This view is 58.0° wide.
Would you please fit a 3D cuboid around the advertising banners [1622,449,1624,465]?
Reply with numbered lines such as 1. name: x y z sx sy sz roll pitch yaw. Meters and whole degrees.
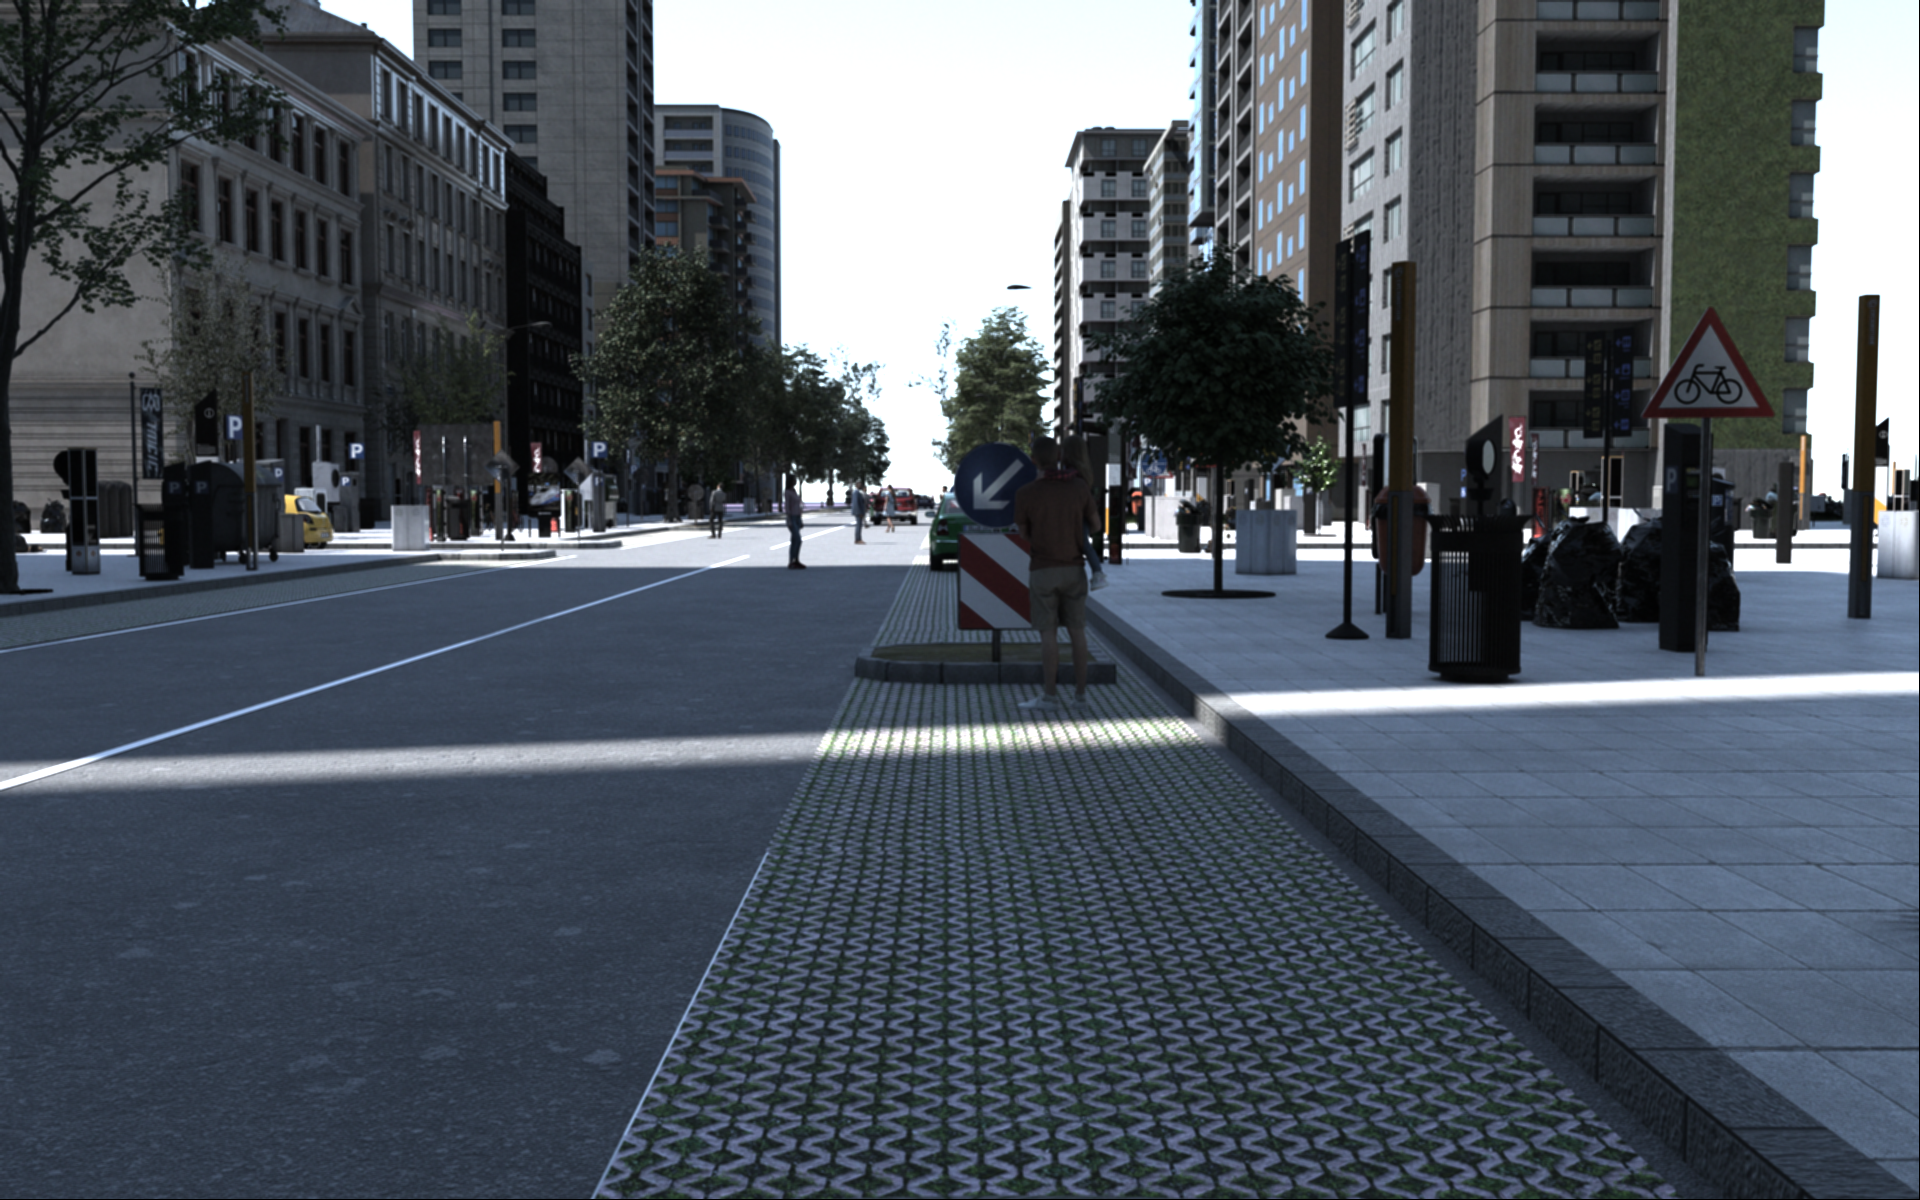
1. advertising banners: 23.074 -3.926 60.377 0.090 3.025 2.074 1 4 22

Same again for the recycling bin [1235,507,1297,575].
1. recycling bin: 4.910 -0.931 27.777 0.722 1.027 0.722 -3 5 -40

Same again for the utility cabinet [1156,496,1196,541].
1. utility cabinet: 5.983 -2.229 47.601 1.020 1.237 0.306 3 5 39

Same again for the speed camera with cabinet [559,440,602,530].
1. speed camera with cabinet: -13.662 -4.149 62.168 0.660 3.252 2.038 2 4 25

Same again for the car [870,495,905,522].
1. car: -3.783 -4.840 90.937 2.131 1.459 4.920 0 4 -1

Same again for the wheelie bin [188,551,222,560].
1. wheelie bin: -14.792 -1.599 34.054 0.693 1.594 0.980 0 4 -7

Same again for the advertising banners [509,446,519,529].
1. advertising banners: -16.421 -4.126 63.650 0.090 3.025 2.074 0 4 -5

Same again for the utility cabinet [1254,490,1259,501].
1. utility cabinet: 14.303 -4.655 84.793 0.318 1.500 1.173 0 4 -6

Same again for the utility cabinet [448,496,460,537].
1. utility cabinet: -15.095 -2.480 51.717 0.306 1.237 1.020 -1 4 -14

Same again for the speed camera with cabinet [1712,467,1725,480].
1. speed camera with cabinet: 47.127 -6.922 107.506 2.038 3.252 0.660 -1 4 -18

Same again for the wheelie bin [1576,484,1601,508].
1. wheelie bin: 19.976 -2.873 54.878 0.980 1.594 0.693 3 4 36

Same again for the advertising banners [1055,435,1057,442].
1. advertising banners: 2.724 -3.334 50.691 0.090 3.025 2.074 1 4 10

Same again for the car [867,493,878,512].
1. car: -6.724 -7.771 136.088 2.155 1.783 4.494 0 4 1

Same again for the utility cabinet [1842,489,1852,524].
1. utility cabinet: 37.955 -3.942 73.128 1.173 1.500 0.318 1 4 14

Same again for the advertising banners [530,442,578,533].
1. advertising banners: -13.580 -3.773 57.874 2.074 3.025 0.090 2 4 31

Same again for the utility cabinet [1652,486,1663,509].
1. utility cabinet: 20.276 -2.475 49.137 1.173 1.500 0.318 1 4 23

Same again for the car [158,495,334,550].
1. car: -17.386 -1.952 42.135 3.980 1.641 2.015 0 4 1

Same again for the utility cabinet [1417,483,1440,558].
1. utility cabinet: 9.221 -1.593 34.727 0.318 1.500 1.173 -1 4 -11

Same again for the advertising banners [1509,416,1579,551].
1. advertising banners: 12.873 -2.576 38.308 0.090 3.025 2.074 -2 4 -27

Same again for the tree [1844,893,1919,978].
1. tree: 2.987 -5.747 4.333 12.009 13.543 11.850 0 3 0

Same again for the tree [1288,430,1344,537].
1. tree: 10.734 -3.529 52.293 1.663 3.219 1.824 0 3 0

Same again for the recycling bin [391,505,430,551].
1. recycling bin: -12.382 -1.621 39.051 0.722 1.027 0.722 0 4 -7

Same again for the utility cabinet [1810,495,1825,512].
1. utility cabinet: 46.963 -5.138 95.170 1.020 1.237 0.306 0 4 -2

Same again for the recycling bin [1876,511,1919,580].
1. recycling bin: 14.453 -0.838 26.249 0.722 1.027 0.722 -1 4 -15

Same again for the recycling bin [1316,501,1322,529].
1. recycling bin: 13.101 -3.187 64.659 0.722 1.027 0.722 1 4 23

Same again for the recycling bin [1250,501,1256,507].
1. recycling bin: 11.106 -3.127 63.679 0.722 1.027 0.722 2 4 26

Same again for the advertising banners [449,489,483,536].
1. advertising banners: -15.383 -3.489 53.238 2.074 3.025 0.090 3 4 37

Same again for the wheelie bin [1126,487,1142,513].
1. wheelie bin: 8.319 -4.538 82.106 0.693 1.594 0.980 3 5 45

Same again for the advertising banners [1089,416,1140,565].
1. advertising banners: 2.834 -2.168 31.643 0.090 3.025 2.074 -1 4 -21

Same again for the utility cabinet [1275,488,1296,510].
1. utility cabinet: 12.955 -3.691 69.028 0.318 1.500 1.173 3 4 38

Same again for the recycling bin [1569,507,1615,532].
1. recycling bin: 12.089 -1.251 33.007 0.722 1.027 0.722 0 4 -4

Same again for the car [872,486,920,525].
1. car: -3.027 -4.453 81.476 2.281 1.827 5.304 0 4 -1

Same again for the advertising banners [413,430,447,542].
1. advertising banners: -14.309 -3.088 46.678 0.090 3.025 2.074 -3 4 -38

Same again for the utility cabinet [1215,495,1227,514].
1. utility cabinet: 14.149 -4.966 92.358 1.020 1.237 0.306 2 4 29

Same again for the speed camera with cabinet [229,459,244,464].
1. speed camera with cabinet: -19.327 -3.183 46.386 0.660 3.252 2.038 -2 4 -30

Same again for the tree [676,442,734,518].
1. tree: -13.761 -6.701 93.270 4.285 4.588 4.351 0 3 0

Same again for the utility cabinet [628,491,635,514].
1. utility cabinet: -20.866 -6.316 111.953 1.173 1.500 0.318 0 4 7

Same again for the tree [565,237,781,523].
1. tree: -12.872 -9.814 77.465 9.611 12.733 9.660 0 3 0

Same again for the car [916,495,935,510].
1. car: -3.344 -9.121 161.707 1.945 1.354 3.894 0 4 1

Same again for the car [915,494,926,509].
1. car: -4.199 -9.969 173.223 2.015 1.641 3.980 0 4 -1

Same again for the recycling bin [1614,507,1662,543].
1. recycling bin: 11.945 -1.076 30.146 0.722 1.027 0.722 0 4 -5

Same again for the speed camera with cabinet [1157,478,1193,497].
1. speed camera with cabinet: 10.748 -5.696 87.464 2.038 3.252 0.660 0 4 5

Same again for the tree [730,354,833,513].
1. tree: -13.598 -11.019 114.571 7.601 10.594 8.767 1 4 14

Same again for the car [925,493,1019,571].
1. car: 0.298 -1.519 33.629 1.959 1.807 4.718 0 4 -1

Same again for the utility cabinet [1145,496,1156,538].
1. utility cabinet: 5.947 -2.442 51.082 1.020 1.237 0.306 3 5 42

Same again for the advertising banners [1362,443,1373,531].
1. advertising banners: 14.323 -3.950 60.762 0.090 3.025 2.074 2 4 26

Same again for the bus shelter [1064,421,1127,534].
1. bus shelter: 4.511 -4.088 58.114 1.731 3.624 6.357 0 4 0

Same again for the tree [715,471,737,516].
1. tree: -13.793 -6.450 100.059 1.663 3.219 1.824 0 3 0

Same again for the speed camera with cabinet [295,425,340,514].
1. speed camera with cabinet: -18.181 -3.344 49.017 0.660 3.252 2.038 0 4 0

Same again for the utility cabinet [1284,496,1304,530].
1. utility cabinet: 11.928 -3.093 61.733 0.306 1.237 1.020 3 5 44

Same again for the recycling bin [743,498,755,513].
1. recycling bin: -14.000 -6.273 115.117 0.722 1.027 0.722 0 4 -1

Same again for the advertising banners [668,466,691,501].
1. advertising banners: -16.258 -6.449 101.623 2.074 3.025 0.090 -3 5 -42

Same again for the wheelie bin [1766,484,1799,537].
1. wheelie bin: 24.806 -2.717 52.330 0.980 1.594 0.693 -1 4 -14

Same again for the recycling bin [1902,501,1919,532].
1. recycling bin: 35.255 -3.121 63.576 0.722 1.027 0.722 0 4 -2

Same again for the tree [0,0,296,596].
1. tree: -12.191 -5.887 22.005 9.928 11.665 9.643 0 3 0

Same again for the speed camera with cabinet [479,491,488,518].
1. speed camera with cabinet: -24.515 -5.888 90.612 0.660 3.252 2.038 2 4 32
